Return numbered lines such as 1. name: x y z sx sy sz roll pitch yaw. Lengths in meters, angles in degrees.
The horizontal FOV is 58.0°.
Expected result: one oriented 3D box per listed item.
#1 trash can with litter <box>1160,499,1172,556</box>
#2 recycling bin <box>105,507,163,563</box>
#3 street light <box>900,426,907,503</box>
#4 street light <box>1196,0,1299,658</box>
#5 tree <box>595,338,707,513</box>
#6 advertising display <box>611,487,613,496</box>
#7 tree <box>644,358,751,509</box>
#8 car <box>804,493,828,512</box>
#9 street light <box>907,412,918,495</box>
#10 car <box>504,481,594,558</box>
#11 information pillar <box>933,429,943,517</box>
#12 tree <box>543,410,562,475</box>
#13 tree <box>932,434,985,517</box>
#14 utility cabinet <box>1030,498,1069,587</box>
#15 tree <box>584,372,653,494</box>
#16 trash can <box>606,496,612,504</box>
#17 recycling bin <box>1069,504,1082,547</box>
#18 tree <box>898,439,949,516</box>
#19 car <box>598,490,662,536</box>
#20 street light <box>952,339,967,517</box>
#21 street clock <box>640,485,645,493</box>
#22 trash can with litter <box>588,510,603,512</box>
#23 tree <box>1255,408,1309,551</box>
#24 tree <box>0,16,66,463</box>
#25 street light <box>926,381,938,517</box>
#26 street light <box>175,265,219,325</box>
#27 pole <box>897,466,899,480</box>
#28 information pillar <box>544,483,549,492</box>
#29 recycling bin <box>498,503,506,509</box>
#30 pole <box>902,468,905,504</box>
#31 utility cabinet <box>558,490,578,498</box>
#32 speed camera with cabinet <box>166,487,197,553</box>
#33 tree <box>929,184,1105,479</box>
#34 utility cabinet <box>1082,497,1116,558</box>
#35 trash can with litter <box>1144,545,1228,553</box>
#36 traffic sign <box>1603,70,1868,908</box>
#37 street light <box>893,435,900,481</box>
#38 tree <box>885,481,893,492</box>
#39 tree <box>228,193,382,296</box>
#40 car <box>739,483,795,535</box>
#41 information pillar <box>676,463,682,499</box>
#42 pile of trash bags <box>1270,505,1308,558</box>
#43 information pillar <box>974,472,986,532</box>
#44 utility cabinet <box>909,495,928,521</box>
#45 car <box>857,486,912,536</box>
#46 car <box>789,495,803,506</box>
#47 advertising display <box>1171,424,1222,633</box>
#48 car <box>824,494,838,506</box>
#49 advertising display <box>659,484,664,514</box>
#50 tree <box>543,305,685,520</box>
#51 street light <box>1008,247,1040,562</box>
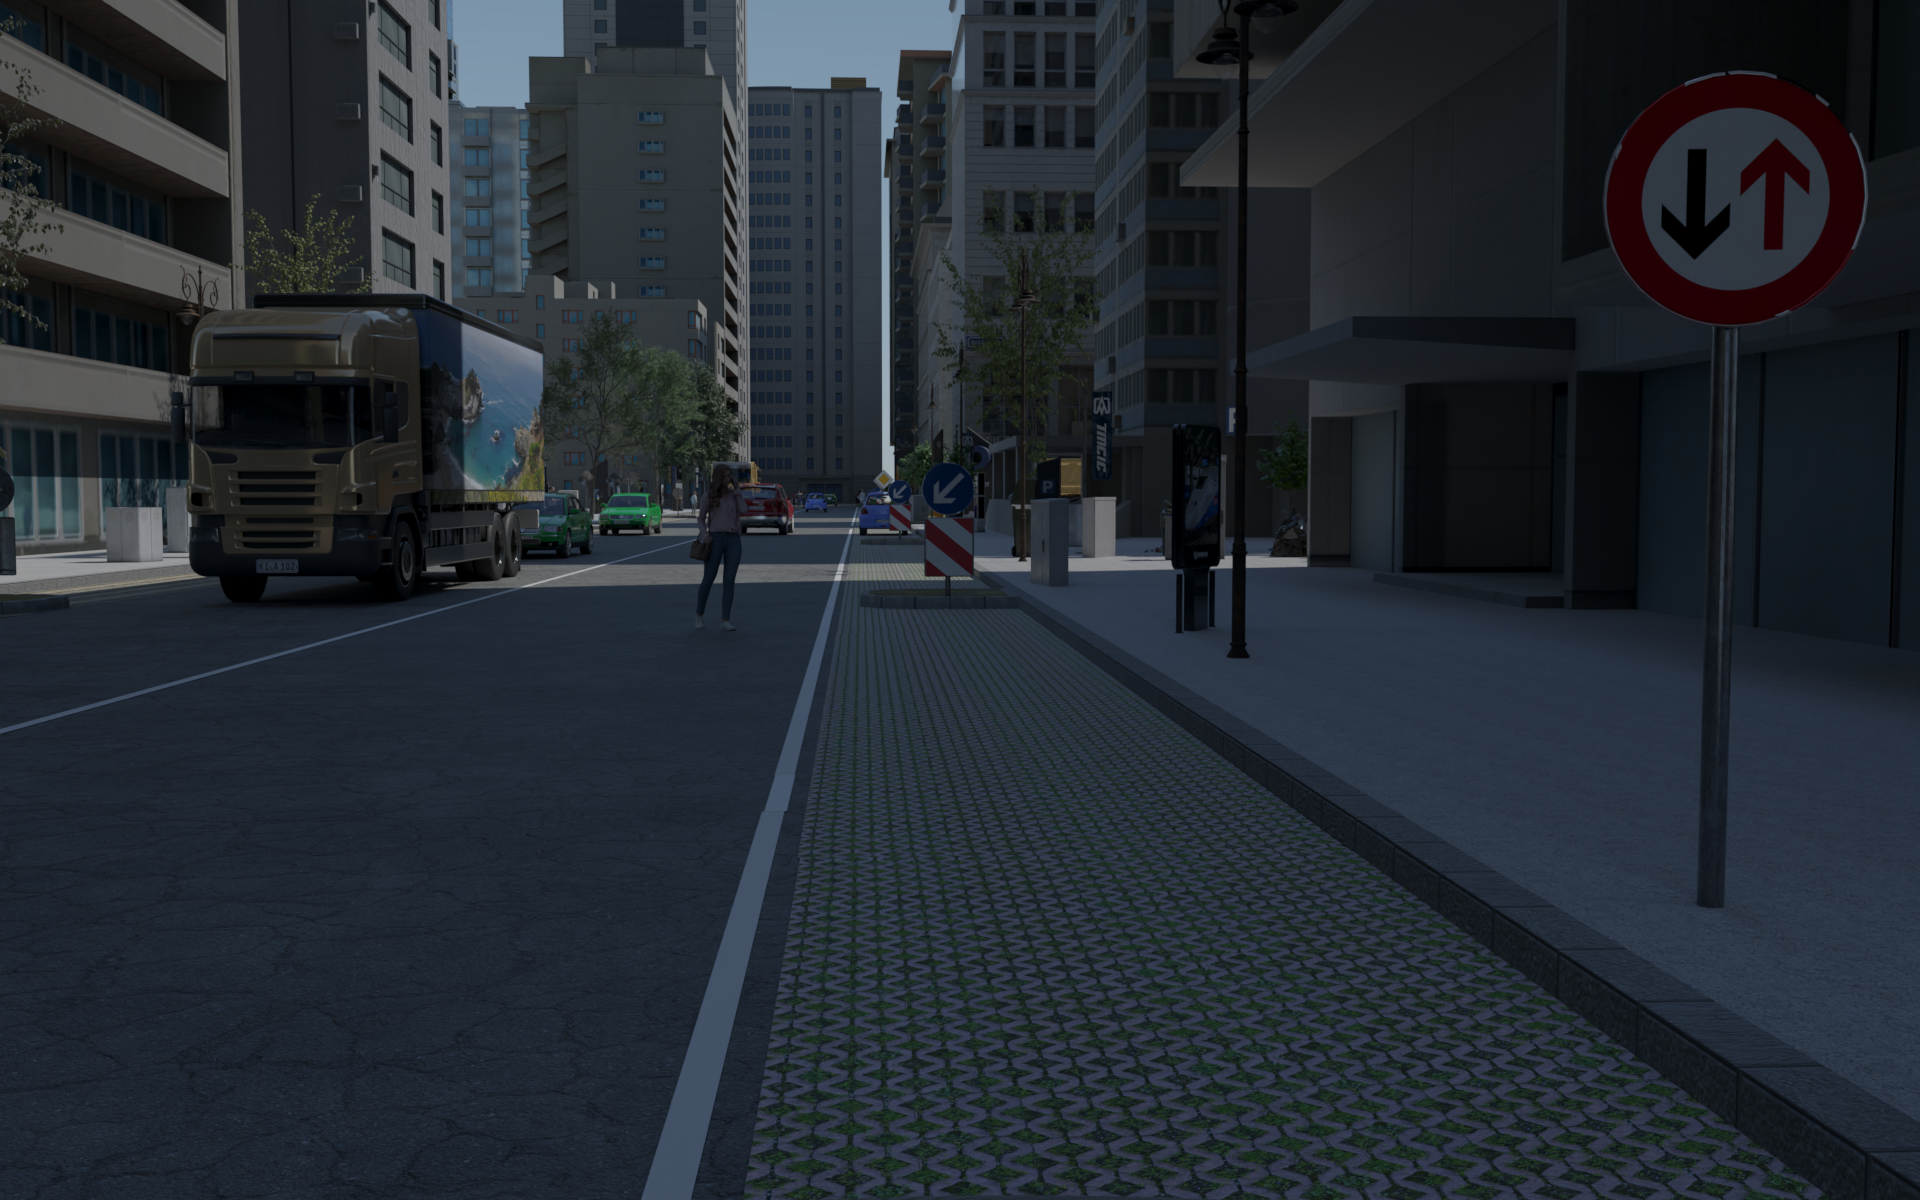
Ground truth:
1. trash can with litter: 4.654 -1.492 35.782 1.055 1.170 0.624 1 4 9
2. recycling bin: -15.634 -1.238 32.794 0.722 1.027 0.722 1 4 12
3. street light: -3.582 -8.732 115.555 0.468 5.910 1.993 0 4 -3
4. street light: 2.184 -2.485 13.418 0.468 5.910 1.993 0 4 -3
5. tree: -20.389 -11.608 115.539 9.928 11.665 9.643 0 3 0
6. advertising display: -30.677 -9.014 152.591 0.123 1.923 0.974 -1 4 -10
7. tree: -22.354 -14.012 146.098 9.611 12.733 9.660 0 3 0
8. car: -11.371 -7.790 136.954 1.945 1.707 3.694 0 4 -5
9. street light: -2.551 -7.562 96.420 0.468 5.910 1.993 0 4 -3
10. car: -9.637 -1.904 39.923 1.959 1.807 4.718 0 4 -2
11. information pillar: -0.777 -4.353 62.527 0.183 3.616 0.504 -3 5 -42
12. tree: -34.133 -11.546 139.133 4.360 8.622 3.978 0 3 0
13. tree: -0.157 -3.730 55.579 1.663 3.219 1.824 0 3 0
14. utility cabinet: 1.256 -0.815 24.492 0.306 1.237 1.020 -1 4 -13
15. tree: -20.102 -9.275 102.015 4.360 8.622 3.978 0 3 0
16. trash can: -25.763 -7.103 127.795 0.748 1.137 0.748 0 3 0
17. recycling bin: 2.953 -1.826 42.415 0.722 1.027 0.722 -2 4 -28
18. tree: -1.840 -7.186 101.206 4.285 4.588 4.351 0 3 0
19. car: -11.644 -3.210 61.285 1.959 1.807 4.718 0 4 -3
20. street light: 0.039 -4.834 51.817 0.468 5.910 1.993 0 4 -3
21. street clock: -25.428 -8.193 138.518 0.471 2.002 0.358 1 4 16
22. trash can with litter: -26.827 -7.025 125.922 2.233 1.210 1.678 -1 4 -16
23. tree: 7.449 -2.721 39.088 1.663 3.219 1.824 0 3 0
24. tree: -14.935 -4.570 25.076 4.360 8.622 3.978 0 3 0
25. street light: -1.137 -6.003 70.943 0.468 5.910 1.993 0 4 -3
26. street light: -15.340 -3.813 35.130 0.468 5.910 1.993 0 4 -3
27. pole: -4.444 -7.968 124.114 0.158 3.312 0.155 0 3 0
28. information pillar: -27.303 -6.717 114.320 0.304 2.012 0.304 -1 4 -21
29. recycling bin: -18.361 -3.474 69.351 0.722 1.027 0.722 2 4 24
30. pole: -4.441 -8.687 135.874 0.158 3.312 0.155 0 3 0
31. utility cabinet: -24.115 -5.990 106.618 1.173 1.500 0.318 0 4 4
32. speed camera with cabinet: -16.708 -2.706 38.575 0.660 3.252 2.038 1 4 19
33. tree: 1.547 -5.505 40.369 4.737 8.622 4.395 0 3 0
34. utility cabinet: 2.818 -1.469 35.185 0.306 1.237 1.020 2 4 29
35. trash can with litter: 4.807 -1.660 38.206 1.678 1.210 2.233 -1 4 -16
36. traffic sign: 2.342 -0.319 5.325 0.768 2.556 0.104 0 4 6
37. street light: -4.767 -9.902 134.680 0.468 5.910 1.993 0 4 -3
38. tree: -8.730 -13.007 207.259 1.663 3.219 1.824 0 3 0
39. tree: -16.382 -5.686 43.322 4.737 8.622 4.395 0 3 0
40. car: -7.101 -3.274 62.200 2.281 1.827 5.304 0 4 -2
41. information pillar: -21.425 -8.611 132.138 0.504 3.616 0.183 -2 4 -34
42. pile of trash bags: 8.111 -1.600 35.918 3.447 1.369 1.912 -3 5 -41
43. information pillar: 0.661 -3.273 57.999 0.304 2.012 0.304 -1 4 -22
44. utility cabinet: -1.945 -4.348 82.255 0.306 1.237 1.020 3 5 42
45. car: -2.652 -3.117 60.555 1.945 1.707 3.694 0 4 -2
46. car: -20.516 -12.426 215.750 1.945 1.354 3.894 0 4 -1
47. advertising display: 2.228 -0.678 16.302 0.123 1.923 0.974 2 4 29
48. car: -15.714 -12.039 208.631 2.131 1.459 4.920 0 4 -2
49. advertising display: -18.979 -6.419 110.164 0.123 1.923 0.974 0 4 -2
50. tree: -18.075 -9.247 85.597 7.601 10.594 8.767 2 4 32
51. street light: 1.190 -3.664 32.689 0.468 5.910 1.993 0 4 -3
